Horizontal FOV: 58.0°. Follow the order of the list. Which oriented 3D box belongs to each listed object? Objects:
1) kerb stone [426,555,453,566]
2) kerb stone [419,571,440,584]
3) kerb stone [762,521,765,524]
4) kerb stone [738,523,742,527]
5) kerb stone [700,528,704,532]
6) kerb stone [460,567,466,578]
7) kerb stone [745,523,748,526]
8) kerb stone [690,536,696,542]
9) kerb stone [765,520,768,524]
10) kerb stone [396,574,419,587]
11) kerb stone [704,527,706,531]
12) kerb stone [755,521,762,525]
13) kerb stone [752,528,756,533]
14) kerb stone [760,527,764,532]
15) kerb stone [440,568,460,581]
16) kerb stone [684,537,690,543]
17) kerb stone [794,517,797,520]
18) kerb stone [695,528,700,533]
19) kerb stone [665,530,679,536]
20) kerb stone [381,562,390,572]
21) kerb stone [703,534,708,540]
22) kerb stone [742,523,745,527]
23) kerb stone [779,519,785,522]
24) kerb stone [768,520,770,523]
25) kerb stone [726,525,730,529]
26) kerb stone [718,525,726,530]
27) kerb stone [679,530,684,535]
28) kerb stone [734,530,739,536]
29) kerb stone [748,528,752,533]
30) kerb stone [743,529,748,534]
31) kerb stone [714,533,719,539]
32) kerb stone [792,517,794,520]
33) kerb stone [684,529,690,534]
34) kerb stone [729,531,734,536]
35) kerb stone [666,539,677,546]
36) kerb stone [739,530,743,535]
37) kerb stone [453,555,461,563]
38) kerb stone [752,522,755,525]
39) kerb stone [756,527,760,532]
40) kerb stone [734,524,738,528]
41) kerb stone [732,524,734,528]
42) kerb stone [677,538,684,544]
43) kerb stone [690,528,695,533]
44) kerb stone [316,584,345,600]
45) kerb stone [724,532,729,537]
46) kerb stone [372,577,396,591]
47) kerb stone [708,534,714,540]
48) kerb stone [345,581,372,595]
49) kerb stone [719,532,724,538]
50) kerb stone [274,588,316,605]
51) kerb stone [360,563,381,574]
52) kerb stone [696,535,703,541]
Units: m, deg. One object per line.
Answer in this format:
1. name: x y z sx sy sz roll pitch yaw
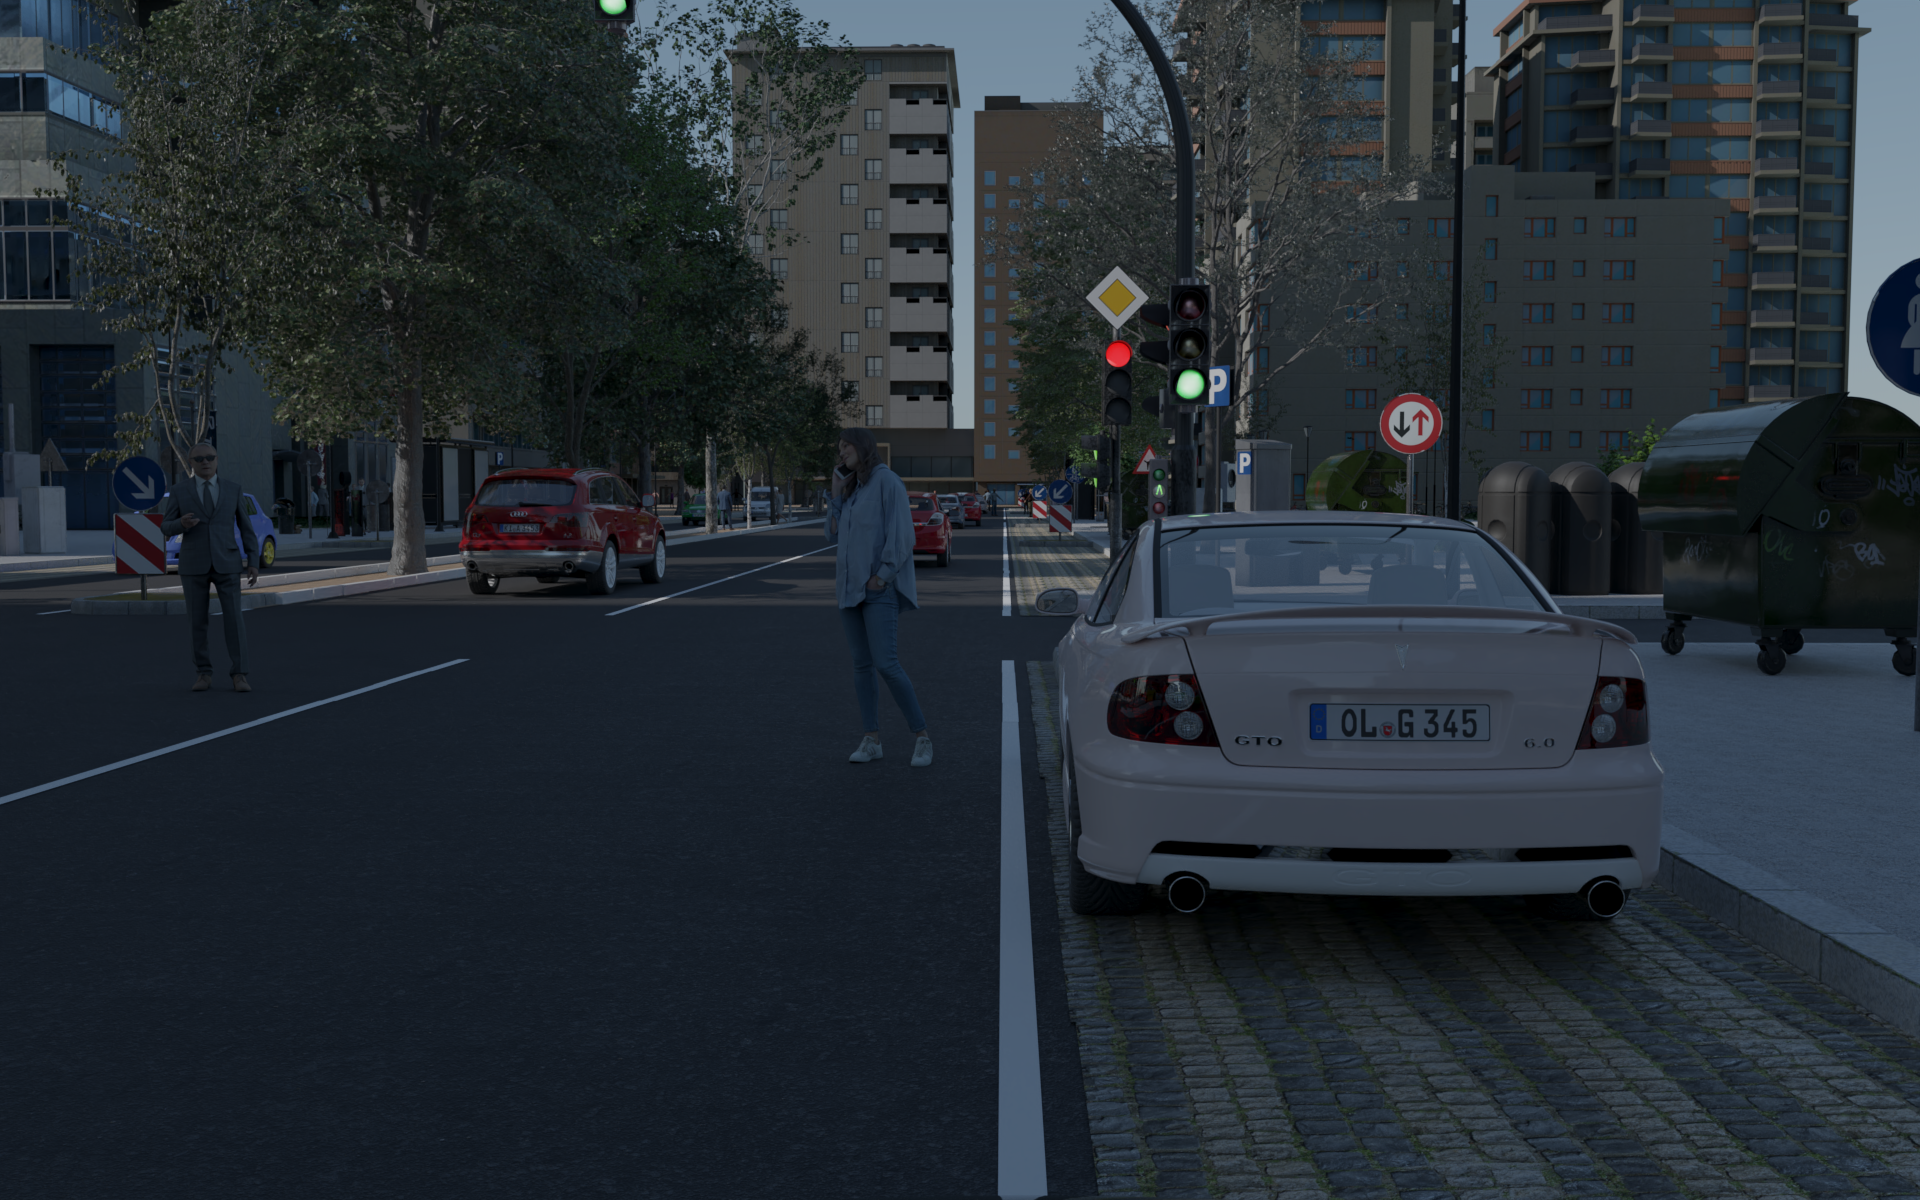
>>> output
1. kerb stone: -10.580 -0.793 35.203 0.120 0.150 1.000 0 4 1
2. kerb stone: -8.664 -0.354 27.991 0.120 0.150 1.000 0 4 1
3. kerb stone: -9.403 -3.619 81.371 0.120 0.150 1.000 0 4 1
4. kerb stone: -9.598 -3.178 74.184 0.120 0.150 1.000 0 4 1
5. kerb stone: -9.831 -2.615 64.946 0.120 0.150 1.000 0 4 1
6. kerb stone: -8.616 -0.480 30.035 0.120 0.150 1.000 0 4 1
7. kerb stone: -9.535 -3.305 76.242 0.120 0.150 1.000 0 4 1
8. kerb stone: -8.066 -1.793 51.541 0.120 0.150 1.000 0 4 1
9. kerb stone: -9.381 -3.682 82.393 0.120 0.150 1.000 0 4 1
10. kerb stone: -8.694 -0.288 26.967 0.120 0.150 1.000 0 4 1
11. kerb stone: -9.795 -2.677 65.974 0.120 0.150 1.000 0 4 1
12. kerb stone: -9.427 -3.553 80.338 0.120 0.150 1.000 0 4 1
13. kerb stone: -7.752 -2.547 63.855 0.120 0.150 1.000 0 4 1
14. kerb stone: -7.698 -2.670 65.911 0.120 0.150 1.000 0 4 1
15. kerb stone: -8.637 -0.417 29.013 0.120 0.150 1.000 0 4 1
16. kerb stone: -8.097 -1.729 50.514 0.120 0.150 1.000 0 4 1
17. kerb stone: -9.092 -4.372 93.682 0.120 0.150 1.000 0 4 1
18. kerb stone: -9.848 -2.552 63.924 0.120 0.150 1.000 0 4 1
19. kerb stone: -9.950 -2.292 59.830 0.120 0.150 1.000 0 4 1
20. kerb stone: -10.659 -0.607 32.127 0.120 0.150 1.000 0 4 1
21. kerb stone: -8.007 -1.920 53.591 0.120 0.150 1.000 0 4 1
22. kerb stone: -9.564 -3.242 75.208 0.120 0.150 1.000 0 4 1
23. kerb stone: -9.220 -4.058 88.547 0.120 0.150 1.000 0 4 1
24. kerb stone: -9.354 -3.744 83.415 0.120 0.150 1.000 0 4 1
25. kerb stone: -9.658 -2.992 71.106 0.120 0.150 1.000 0 4 1
26. kerb stone: -9.698 -2.927 70.073 0.120 0.150 1.000 0 4 1
27. kerb stone: -9.928 -2.365 60.858 0.120 0.150 1.000 0 4 1
28. kerb stone: -7.856 -2.296 59.740 0.120 0.150 1.000 0 4 1
29. kerb stone: -7.778 -2.485 62.826 0.120 0.150 1.000 0 4 1
30. kerb stone: -7.796 -2.418 61.797 0.120 0.150 1.000 0 4 1
31. kerb stone: -7.962 -2.042 55.647 0.120 0.150 1.000 0 4 1
32. kerb stone: -9.118 -4.307 92.660 0.120 0.150 1.000 0 4 1
33. kerb stone: -9.900 -2.426 61.880 0.120 0.150 1.000 0 4 1
34. kerb stone: -7.883 -2.233 58.717 0.120 0.150 1.000 0 4 1
35. kerb stone: -8.144 -1.607 48.466 0.120 0.150 1.000 0 4 1
36. kerb stone: -7.835 -2.359 60.762 0.120 0.150 1.000 0 4 1
37. kerb stone: -10.557 -0.858 36.226 0.120 0.150 1.000 0 4 1
38. kerb stone: -9.492 -3.431 78.291 0.120 0.150 1.000 0 4 1
39. kerb stone: -7.723 -2.608 64.880 0.120 0.150 1.000 0 4 1
40. kerb stone: -9.621 -3.109 73.162 0.120 0.150 1.000 0 4 1
41. kerb stone: -9.638 -3.054 72.134 0.120 0.150 1.000 0 4 1
42. kerb stone: -8.117 -1.665 49.488 0.120 0.150 1.000 0 4 1
43. kerb stone: -9.881 -2.490 62.902 0.120 0.150 1.000 0 4 1
44. kerb stone: -8.770 -0.104 23.895 0.120 0.150 1.000 0 4 1
45. kerb stone: -7.907 -2.167 57.696 0.120 0.150 1.000 0 4 1
46. kerb stone: -8.718 -0.222 25.941 0.120 0.150 1.000 0 4 1
47. kerb stone: -7.982 -1.983 54.622 0.120 0.150 1.000 0 4 1
48. kerb stone: -8.734 -0.164 24.917 0.120 0.150 1.000 0 4 1
49. kerb stone: -7.936 -2.105 56.669 0.120 0.150 1.000 0 4 1
50. kerb stone: -8.800 -0.041 22.872 0.120 0.150 1.000 0 4 1
51. kerb stone: -10.692 -0.545 31.105 0.120 0.150 1.000 0 4 1
52. kerb stone: -8.032 -1.858 52.569 0.120 0.150 1.000 0 4 1
